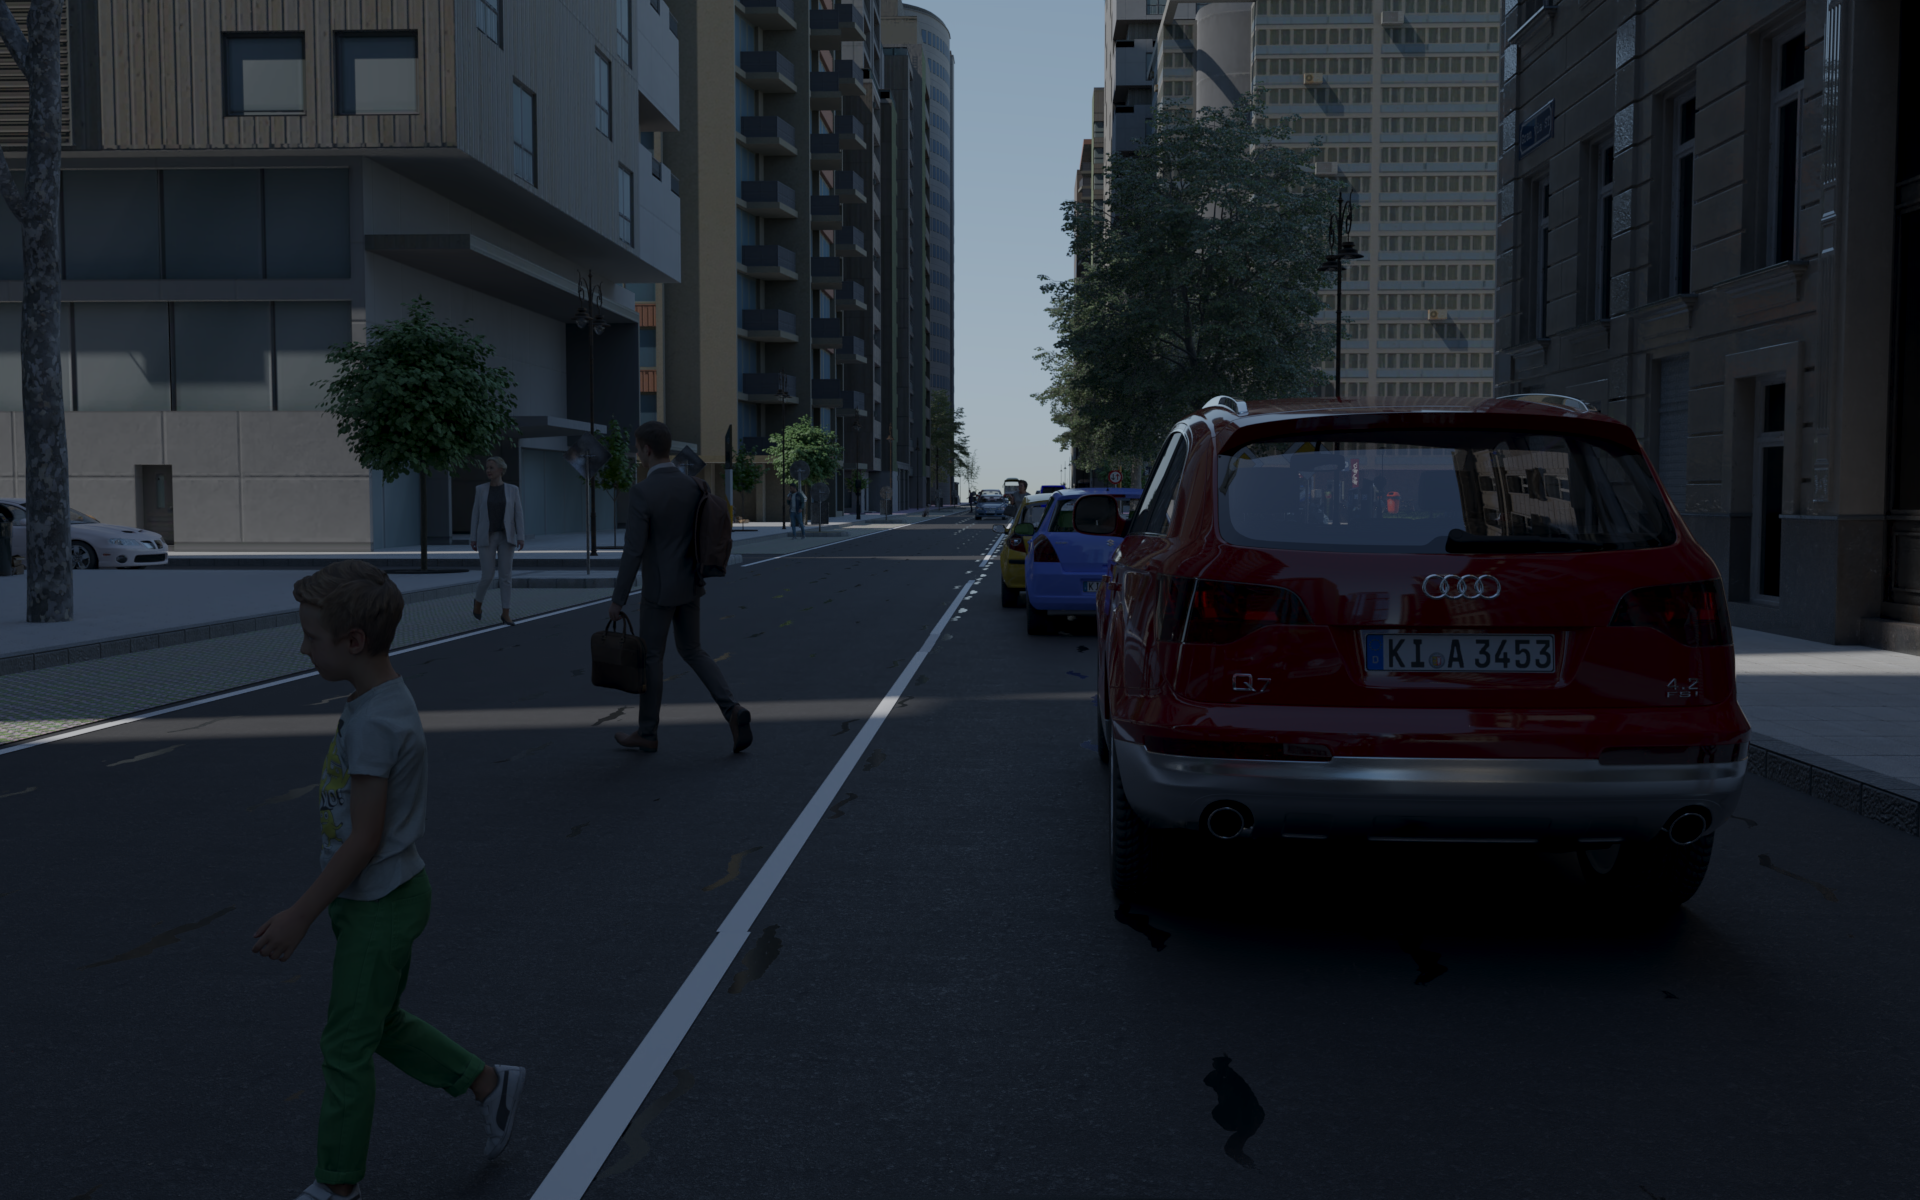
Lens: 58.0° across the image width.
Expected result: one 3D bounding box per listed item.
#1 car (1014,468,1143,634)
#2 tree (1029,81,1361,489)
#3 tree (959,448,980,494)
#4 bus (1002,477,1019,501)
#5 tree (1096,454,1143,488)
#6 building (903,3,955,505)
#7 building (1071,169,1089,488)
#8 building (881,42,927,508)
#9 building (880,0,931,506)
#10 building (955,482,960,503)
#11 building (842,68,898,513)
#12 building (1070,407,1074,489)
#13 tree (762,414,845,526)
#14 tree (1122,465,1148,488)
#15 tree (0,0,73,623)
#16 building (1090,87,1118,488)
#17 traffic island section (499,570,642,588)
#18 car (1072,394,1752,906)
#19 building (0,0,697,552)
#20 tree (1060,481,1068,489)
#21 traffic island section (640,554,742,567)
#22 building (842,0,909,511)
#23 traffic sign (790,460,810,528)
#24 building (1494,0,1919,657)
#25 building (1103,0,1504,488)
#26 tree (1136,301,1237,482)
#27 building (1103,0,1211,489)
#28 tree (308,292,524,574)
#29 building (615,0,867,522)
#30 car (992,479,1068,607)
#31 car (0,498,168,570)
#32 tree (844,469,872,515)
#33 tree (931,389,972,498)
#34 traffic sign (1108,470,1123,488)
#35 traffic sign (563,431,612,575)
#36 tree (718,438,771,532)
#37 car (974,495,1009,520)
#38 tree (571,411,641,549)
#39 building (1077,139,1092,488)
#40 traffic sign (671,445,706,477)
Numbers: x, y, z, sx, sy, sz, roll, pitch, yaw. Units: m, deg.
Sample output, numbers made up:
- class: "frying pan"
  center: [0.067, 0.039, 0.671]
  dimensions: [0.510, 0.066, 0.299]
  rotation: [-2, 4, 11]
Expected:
- class: "car"
  center: [1.556, -0.572, 18.952]
  dimensions: [1.945, 1.707, 3.694]
  rotation: [0, 4, 2]
- class: "tree"
  center: [7.500, -8.993, 53.696]
  dimensions: [9.857, 13.997, 8.962]
  rotation: [0, 3, 0]
- class: "tree"
  center: [1.471, -19.379, 267.203]
  dimensions: [4.360, 8.622, 3.978]
  rotation: [0, 3, 0]
- class: "bus"
  center: [7.869, -16.462, 260.692]
  dimensions: [2.896, 3.916, 12.252]
  rotation: [0, 4, 2]
- class: "tree"
  center: [10.484, -7.784, 110.978]
  dimensions: [4.285, 4.588, 4.351]
  rotation: [0, 3, 0]
- class: "building"
  center: [-11.789, -40.775, 208.676]
  dimensions: [21.231, 58.520, 28.212]
  rotation: [0, 4, 2]
- class: "building"
  center: [22.345, -35.629, 232.640]
  dimensions: [14.600, 45.320, 14.200]
  rotation: [0, 4, 2]
- class: "building"
  center: [-10.430, -28.711, 153.027]
  dimensions: [14.154, 41.232, 14.086]
  rotation: [0, 4, 2]
- class: "building"
  center: [-14.156, -33.460, 170.780]
  dimensions: [21.300, 48.544, 21.600]
  rotation: [0, 4, 2]
- class: "building"
  center: [-16.413, -34.117, 249.700]
  dimensions: [32.217, 40.220, 23.993]
  rotation: [0, 4, 2]
- class: "building"
  center: [-11.806, -21.205, 118.405]
  dimensions: [14.160, 30.474, 14.107]
  rotation: [0, 4, 2]
- class: "building"
  center: [30.423, -25.047, 254.565]
  dimensions: [27.650, 21.520, 28.899]
  rotation: [0, 4, 2]
- class: "tree"
  center: [-6.372, -5.322, 70.729]
  dimensions: [4.285, 4.588, 4.351]
  rotation: [0, 3, 0]
- class: "tree"
  center: [9.796, -6.323, 97.979]
  dimensions: [1.663, 3.219, 1.824]
  rotation: [0, 3, 0]
- class: "tree"
  center: [-10.189, -9.912, 17.954]
  dimensions: [12.611, 20.169, 13.585]
  rotation: [0, 3, 0]
- class: "building"
  center: [20.390, -30.200, 177.369]
  dimensions: [14.154, 41.232, 14.086]
  rotation: [0, 4, 2]
- class: "traffic island section"
  center: [-5.944, -0.326, 27.607]
  dimensions: [2.009, 0.180, 2.903]
  rotation: [0, 4, 2]
- class: "car"
  center: [1.635, 0.064, 7.620]
  dimensions: [2.281, 1.827, 5.304]
  rotation: [0, 4, 4]
- class: "building"
  center: [-23.573, -28.137, 49.286]
  dimensions: [28.713, 52.752, 27.495]
  rotation: [0, 4, 2]
- class: "tree"
  center: [15.843, -16.594, 265.915]
  dimensions: [1.663, 3.219, 1.824]
  rotation: [0, 3, 0]
- class: "traffic island section"
  center: [-5.618, -0.814, 35.585]
  dimensions: [2.009, 0.180, 2.903]
  rotation: [0, 4, 2]
- class: "building"
  center: [-14.551, -42.612, 134.950]
  dimensions: [20.563, 71.187, 20.611]
  rotation: [0, 4, 2]
- class: "traffic sign"
  center: [-6.072, -4.007, 65.626]
  dimensions: [0.768, 2.556, 0.104]
  rotation: [0, 4, 4]
- class: "building"
  center: [13.008, -13.180, 12.755]
  dimensions: [12.463, 27.353, 25.104]
  rotation: [0, 4, 2]
- class: "building"
  center: [27.145, -26.822, 130.423]
  dimensions: [32.217, 40.220, 23.993]
  rotation: [0, 4, 2]
- class: "tree"
  center: [8.317, -6.962, 64.188]
  dimensions: [4.360, 8.622, 3.978]
  rotation: [0, 3, 0]
- class: "building"
  center: [26.882, -34.653, 155.807]
  dimensions: [28.713, 52.752, 27.495]
  rotation: [0, 4, 2]
- class: "tree"
  center: [-8.890, -2.728, 28.311]
  dimensions: [4.285, 4.588, 4.351]
  rotation: [0, 3, 0]
- class: "building"
  center: [-16.655, -26.683, 90.894]
  dimensions: [22.147, 44.769, 28.867]
  rotation: [0, 4, 2]
- class: "car"
  center: [1.427, -0.802, 23.336]
  dimensions: [2.015, 1.641, 3.980]
  rotation: [0, 4, 3]
- class: "car"
  center: [-16.682, -1.138, 30.973]
  dimensions: [4.827, 1.381, 2.083]
  rotation: [0, 4, 4]
- class: "tree"
  center: [-6.566, -6.980, 108.729]
  dimensions: [1.663, 3.219, 1.824]
  rotation: [0, 3, 0]
- class: "tree"
  center: [-2.480, -16.448, 187.057]
  dimensions: [7.486, 12.596, 7.792]
  rotation: [0, 3, 0]
- class: "traffic sign"
  center: [8.112, -5.524, 90.422]
  dimensions: [0.768, 2.556, 0.104]
  rotation: [1, 4, 11]
- class: "traffic sign"
  center: [-5.920, -1.462, 27.544]
  dimensions: [0.795, 2.450, 0.064]
  rotation: [0, 4, 2]
- class: "tree"
  center: [-7.546, -3.983, 59.723]
  dimensions: [1.663, 3.219, 1.824]
  rotation: [0, 3, 0]
- class: "car"
  center: [1.792, -5.224, 97.412]
  dimensions: [2.014, 1.417, 4.499]
  rotation: [0, 4, 4]
- class: "tree"
  center: [-8.047, -2.821, 40.721]
  dimensions: [1.663, 3.219, 1.824]
  rotation: [0, 3, 0]
- class: "building"
  center: [25.534, -33.985, 210.282]
  dimensions: [22.147, 44.769, 28.867]
  rotation: [0, 4, 2]
- class: "traffic sign"
  center: [-5.594, -1.950, 35.523]
  dimensions: [0.795, 2.450, 0.064]
  rotation: [0, 4, 2]
